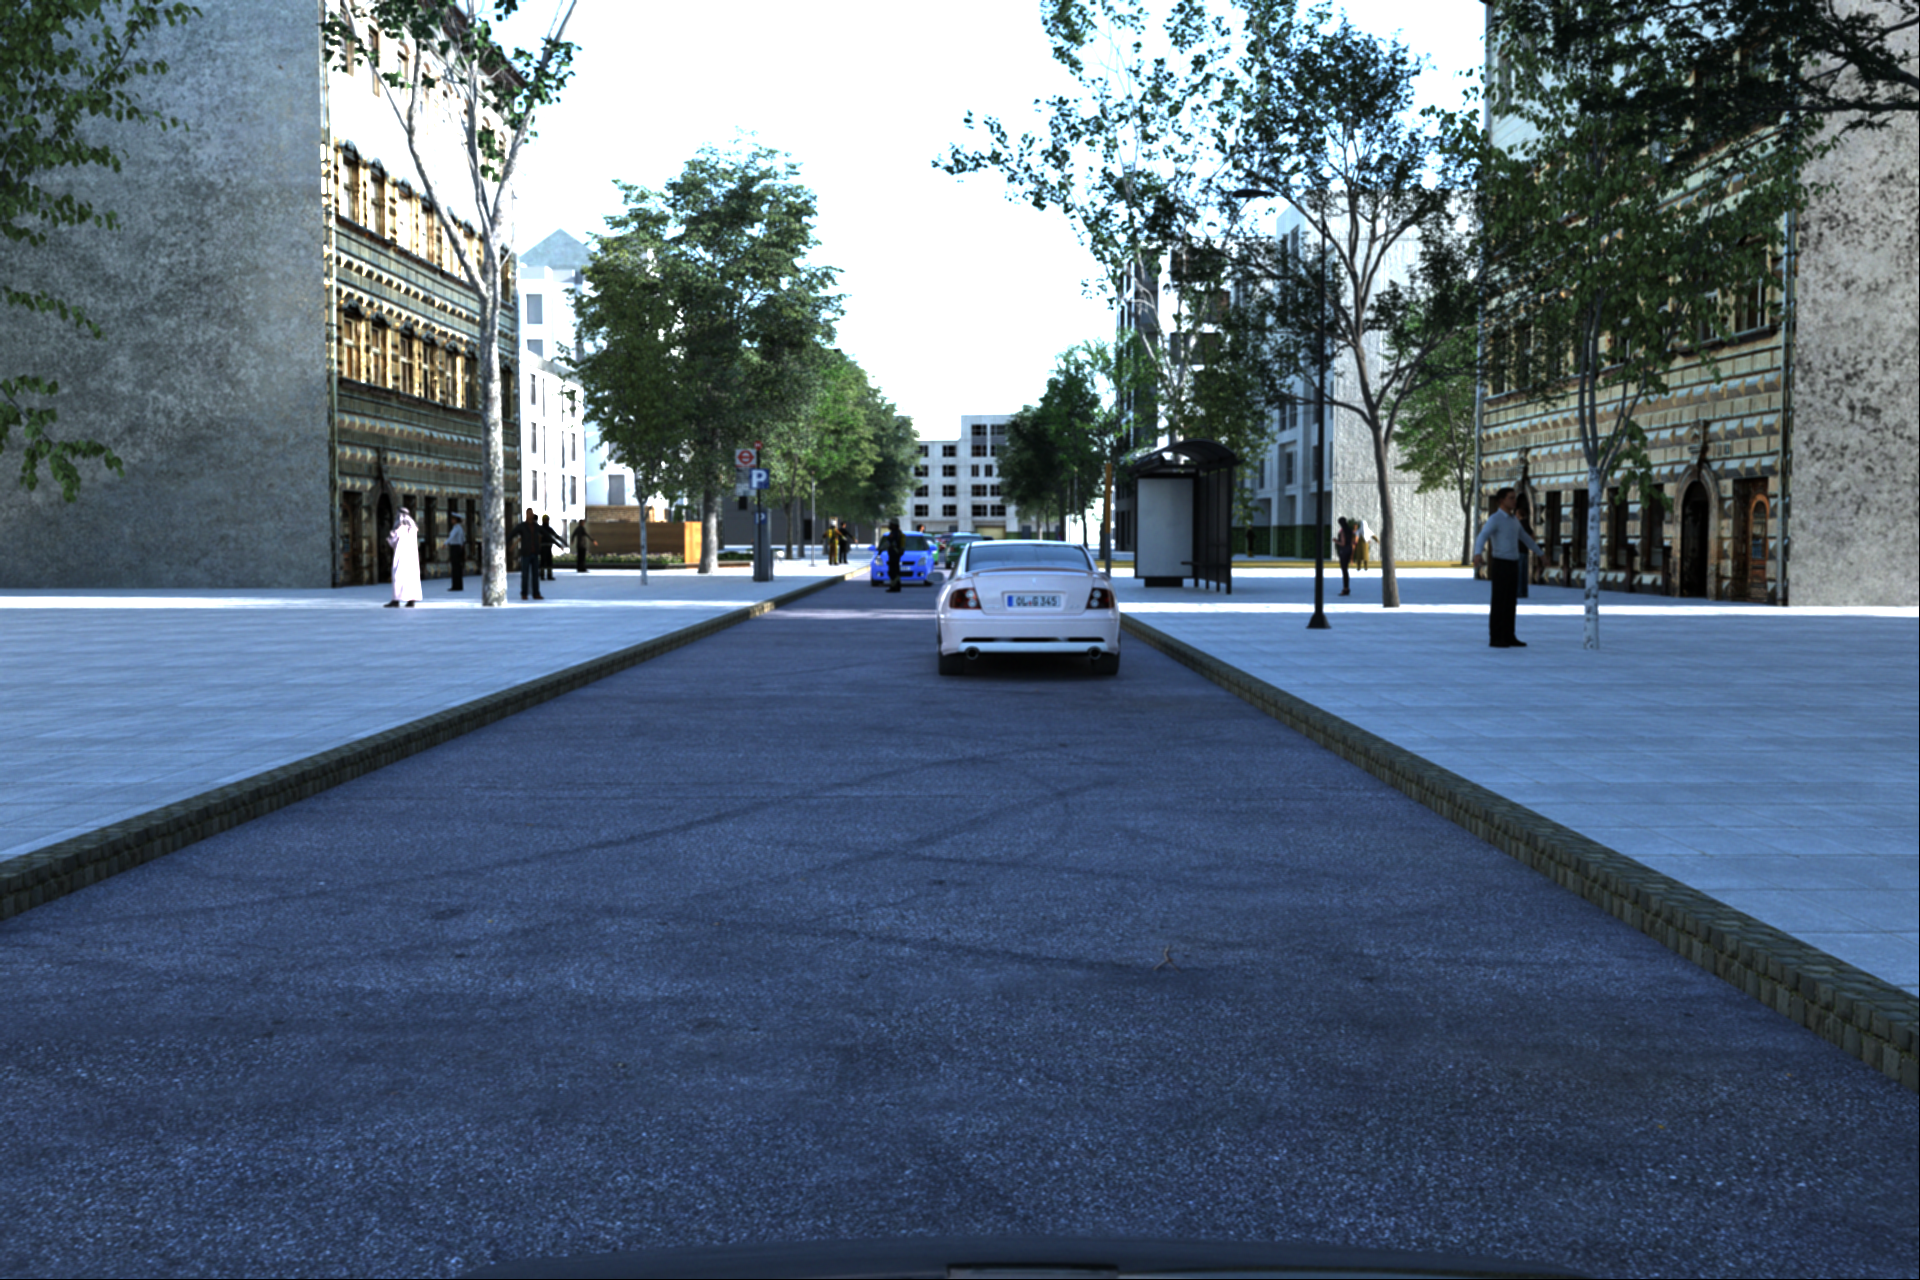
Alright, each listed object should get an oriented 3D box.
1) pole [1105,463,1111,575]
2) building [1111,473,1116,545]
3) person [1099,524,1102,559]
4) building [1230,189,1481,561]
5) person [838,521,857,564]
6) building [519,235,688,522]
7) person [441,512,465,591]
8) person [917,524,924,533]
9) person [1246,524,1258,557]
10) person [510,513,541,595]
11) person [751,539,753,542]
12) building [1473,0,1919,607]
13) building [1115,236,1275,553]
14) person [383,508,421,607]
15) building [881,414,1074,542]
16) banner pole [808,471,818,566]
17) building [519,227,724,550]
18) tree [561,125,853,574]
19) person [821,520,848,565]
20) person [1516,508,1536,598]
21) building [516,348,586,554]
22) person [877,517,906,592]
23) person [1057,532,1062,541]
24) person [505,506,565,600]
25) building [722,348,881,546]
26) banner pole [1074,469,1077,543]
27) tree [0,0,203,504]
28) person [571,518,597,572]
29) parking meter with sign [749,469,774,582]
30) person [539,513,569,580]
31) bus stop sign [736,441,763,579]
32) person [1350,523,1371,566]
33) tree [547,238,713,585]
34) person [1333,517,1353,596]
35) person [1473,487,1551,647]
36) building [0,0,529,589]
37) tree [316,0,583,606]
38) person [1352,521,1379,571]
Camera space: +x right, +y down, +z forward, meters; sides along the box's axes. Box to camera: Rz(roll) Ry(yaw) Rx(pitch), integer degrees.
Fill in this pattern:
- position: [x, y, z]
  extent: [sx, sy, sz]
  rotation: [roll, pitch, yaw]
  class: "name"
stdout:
- position: [4.272, -3.428, 49.896]
  extent: [0.158, 3.312, 0.155]
  rotation: [0, 3, 0]
  class: "pole"
- position: [23.294, -15.909, 202.260]
  extent: [9.099, 9.664, 28.070]
  rotation: [0, 4, 0]
  class: "building"
- position: [7.446, -5.170, 90.658]
  extent: [0.705, 1.813, 1.348]
  rotation: [1, 4, 13]
  class: "person"
- position: [26.025, -14.133, 97.526]
  extent: [16.747, 18.905, 31.486]
  rotation: [0, 4, 0]
  class: "building"
- position: [-5.053, -4.222, 74.967]
  extent: [1.347, 1.837, 0.705]
  rotation: [2, 4, 31]
  class: "person"
- position: [-24.517, -15.574, 111.052]
  extent: [16.016, 20.090, 11.380]
  rotation: [0, 3, 0]
  class: "building"
- position: [-11.485, -2.004, 39.225]
  extent: [0.721, 1.778, 1.216]
  rotation: [0, 4, 3]
  class: "person"
- position: [-1.491, -3.549, 66.669]
  extent: [0.705, 1.806, 1.347]
  rotation: [0, 4, -1]
  class: "person"
- position: [16.091, -5.480, 95.731]
  extent: [0.704, 1.812, 1.346]
  rotation: [3, 4, 37]
  class: "person"
- position: [-9.171, -1.826, 36.631]
  extent: [0.721, 1.739, 1.217]
  rotation: [1, 4, 14]
  class: "person"
- position: [-9.931, -4.787, 84.532]
  extent: [0.705, 1.796, 1.348]
  rotation: [-1, 4, -19]
  class: "person"
- position: [23.737, -12.722, 38.941]
  extent: [19.493, 23.208, 18.063]
  rotation: [0, 4, 0]
  class: "building"
- position: [25.832, -17.821, 135.354]
  extent: [27.936, 21.610, 32.646]
  rotation: [0, 4, 0]
  class: "building"
- position: [-9.780, -1.451, 30.438]
  extent: [0.621, 1.740, 0.551]
  rotation: [0, 4, 7]
  class: "person"
- position: [1.165, -24.015, 261.565]
  extent: [31.486, 18.905, 16.747]
  rotation: [0, 4, 8]
  class: "building"
- position: [-5.873, -4.853, 69.356]
  extent: [0.401, 3.779, 0.863]
  rotation: [0, 4, 1]
  class: "banner pole"
- position: [-28.718, -18.515, 133.640]
  extent: [19.493, 23.208, 18.063]
  rotation: [0, 4, -1]
  class: "building"
- position: [-8.153, -9.105, 55.530]
  extent: [9.857, 13.997, 8.962]
  rotation: [0, 3, 0]
  class: "tree"
- position: [-5.190, -3.996, 71.104]
  extent: [1.354, 1.858, 0.705]
  rotation: [2, 4, 31]
  class: "person"
- position: [11.290, -1.758, 34.960]
  extent: [1.348, 1.803, 0.705]
  rotation: [-3, 5, -41]
  class: "person"
- position: [-24.371, -9.157, 91.860]
  extent: [9.099, 9.664, 28.070]
  rotation: [0, 4, 0]
  class: "building"
- position: [-1.640, -2.109, 42.716]
  extent: [0.705, 1.856, 1.354]
  rotation: [2, 4, 24]
  class: "person"
- position: [5.903, -5.601, 100.847]
  extent: [0.599, 1.433, 0.991]
  rotation: [0, 4, 8]
  class: "person"
- position: [-8.406, -1.704, 33.924]
  extent: [1.348, 1.821, 0.705]
  rotation: [-3, 4, -36]
  class: "person"
- position: [-23.866, -22.179, 206.608]
  extent: [27.936, 21.610, 32.646]
  rotation: [0, 4, -1]
  class: "building"
- position: [4.436, -4.671, 66.387]
  extent: [0.401, 3.779, 0.863]
  rotation: [0, 4, -1]
  class: "banner pole"
- position: [-7.970, -3.814, 12.715]
  extent: [4.737, 8.622, 4.395]
  rotation: [0, 3, 0]
  class: "tree"
- position: [-12.646, -3.169, 57.986]
  extent: [1.348, 1.807, 0.705]
  rotation: [3, 5, 40]
  class: "person"
- position: [-5.342, -3.099, 46.935]
  extent: [0.543, 3.016, 1.738]
  rotation: [0, 4, 0]
  class: "parking meter with sign"
- position: [-11.483, -2.589, 48.091]
  extent: [0.704, 1.858, 1.351]
  rotation: [3, 5, 42]
  class: "person"
- position: [-5.984, -3.725, 49.599]
  extent: [0.855, 3.939, 0.416]
  rotation: [0, 4, -1]
  class: "bus stop sign"
- position: [16.116, -3.901, 70.582]
  extent: [1.217, 1.733, 0.721]
  rotation: [0, 4, 2]
  class: "person"
- position: [-7.988, -5.669, 43.049]
  extent: [4.737, 8.622, 4.395]
  rotation: [0, 3, 0]
  class: "tree"
- position: [7.988, -1.752, 36.165]
  extent: [0.415, 1.643, 0.593]
  rotation: [0, 4, -3]
  class: "person"
- position: [6.226, -0.828, 19.702]
  extent: [1.344, 1.810, 0.704]
  rotation: [-3, 4, -37]
  class: "person"
- position: [-24.044, -13.343, 49.082]
  extent: [19.493, 23.208, 18.063]
  rotation: [0, 4, 0]
  class: "building"
- position: [-9.757, -10.652, 30.044]
  extent: [12.611, 20.169, 13.585]
  rotation: [0, 3, 0]
  class: "tree"
- position: [13.932, -3.256, 60.004]
  extent: [1.217, 1.736, 0.721]
  rotation: [0, 4, -1]
  class: "person"
